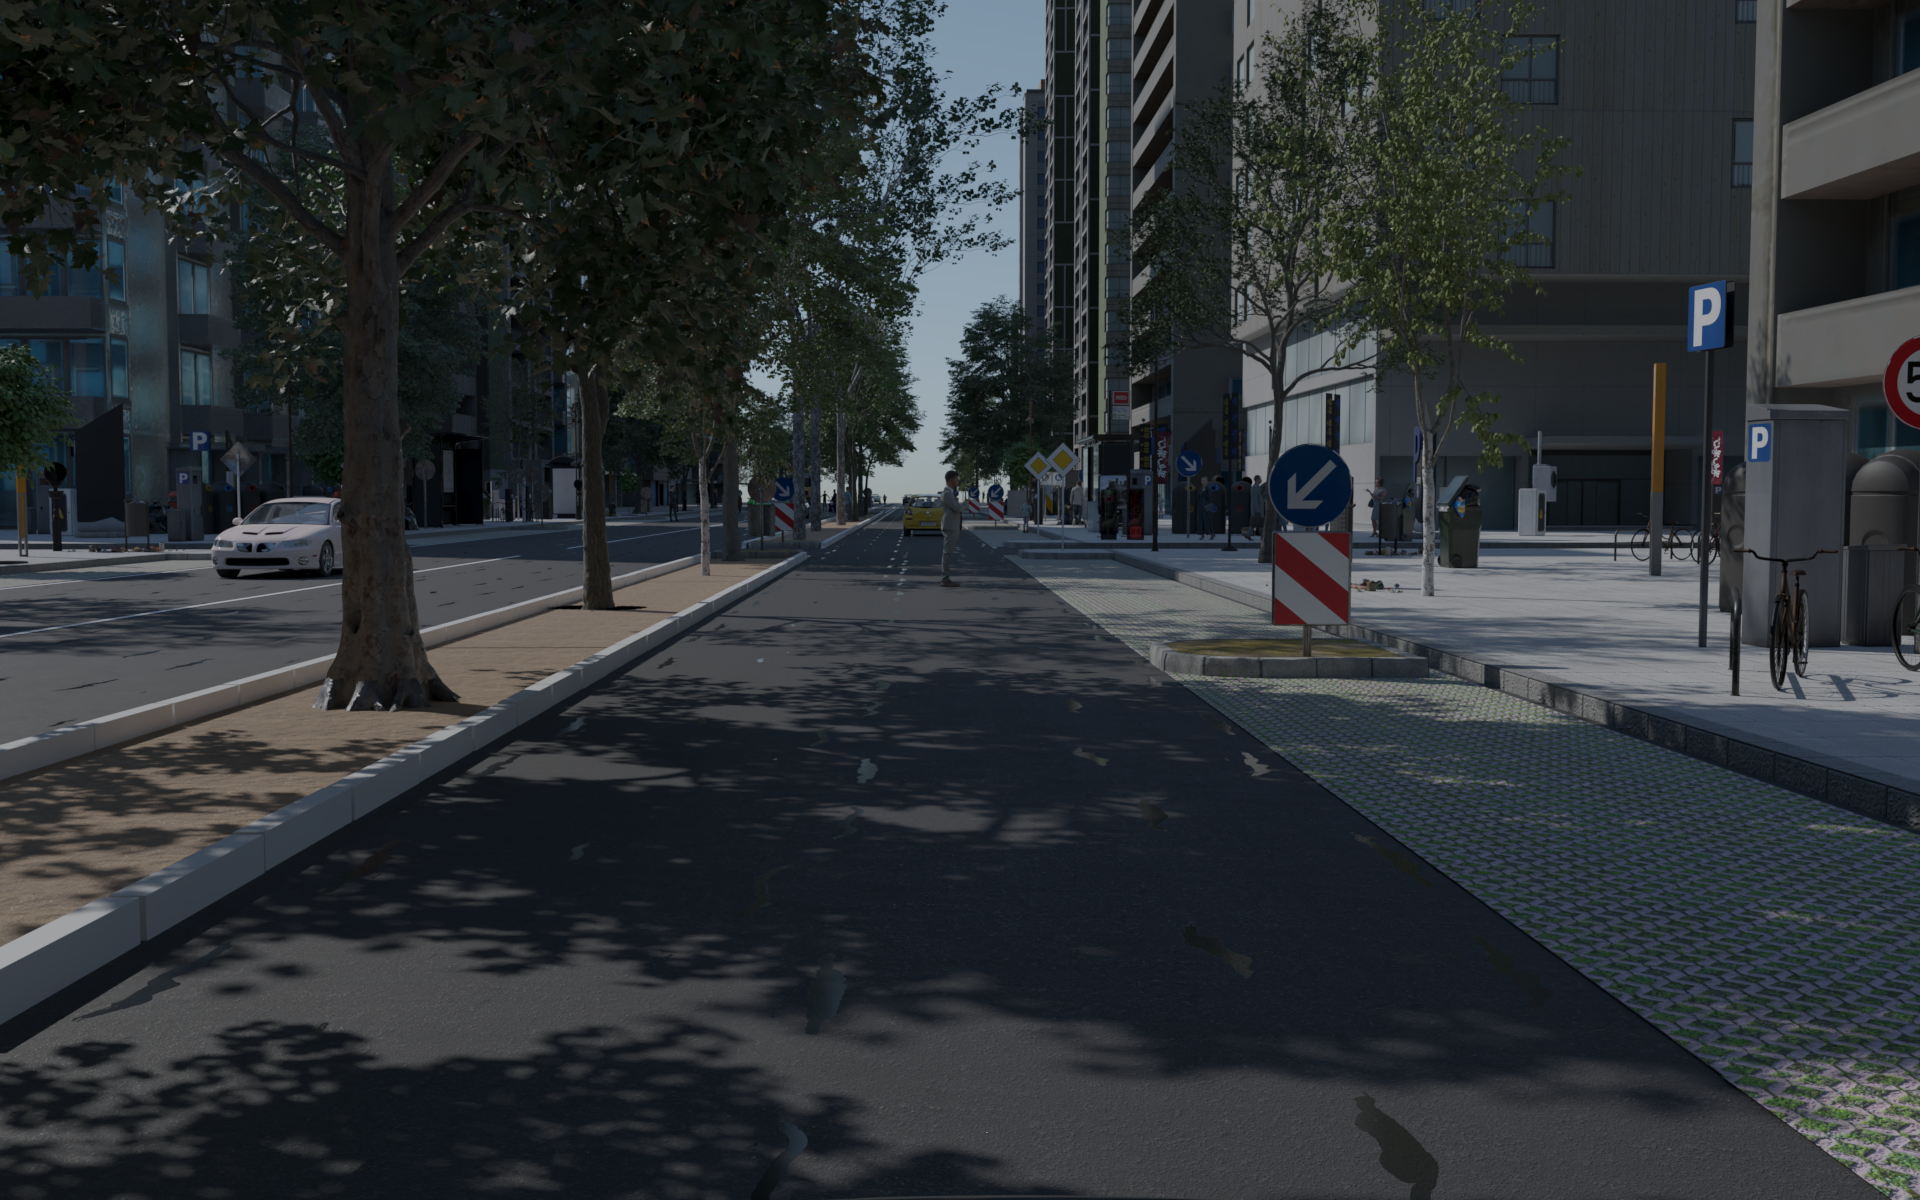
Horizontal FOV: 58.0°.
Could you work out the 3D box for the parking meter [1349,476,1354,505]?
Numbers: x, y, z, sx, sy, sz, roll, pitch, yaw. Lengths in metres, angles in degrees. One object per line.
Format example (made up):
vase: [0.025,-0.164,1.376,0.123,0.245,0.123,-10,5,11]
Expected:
parking meter: [11.156,-2.708,49.987,0.255,1.863,0.399,3,5,45]

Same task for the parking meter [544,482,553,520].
parking meter: [-20.686,-4.976,87.062,0.255,1.863,0.399,2,4,27]

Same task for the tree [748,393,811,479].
tree: [-22.565,-19.091,218.794,9.857,13.997,8.962,0,3,0]

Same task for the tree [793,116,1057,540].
tree: [-3.762,-11.868,52.384,12.611,20.169,13.585,0,3,0]

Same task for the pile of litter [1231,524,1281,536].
pile of litter: [9.152,-2.405,53.293,1.719,0.858,1.176,0,4,7]

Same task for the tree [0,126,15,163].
tree: [-3.633,-5.022,2.689,7.486,12.596,7.792,0,3,0]

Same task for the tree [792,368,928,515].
tree: [-6.376,-10.930,115.571,8.767,10.594,7.601,0,4,-1]

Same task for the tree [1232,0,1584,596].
tree: [5.719,-4.343,21.374,4.737,8.622,4.395,0,3,0]

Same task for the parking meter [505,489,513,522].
parking meter: [-20.990,-4.416,80.607,0.372,1.533,0.369,0,3,0]

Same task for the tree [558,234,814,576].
tree: [-4.424,-4.706,29.766,4.360,8.622,3.978,0,3,0]

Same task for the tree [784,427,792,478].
tree: [-23.159,-18.409,235.403,8.767,10.594,7.601,1,4,19]

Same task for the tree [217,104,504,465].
tree: [-19.659,-9.194,56.976,9.857,13.997,8.962,0,3,0]

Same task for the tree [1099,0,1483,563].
tree: [6.007,-5.955,31.779,7.601,10.594,8.767,1,4,21]

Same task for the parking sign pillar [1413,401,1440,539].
parking sign pillar: [13.324,-3.739,49.598,1.447,3.967,1.447,0,4,6]

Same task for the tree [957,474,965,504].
tree: [0.827,-15.260,233.211,4.285,4.588,4.351,0,3,0]

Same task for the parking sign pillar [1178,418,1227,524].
parking sign pillar: [8.356,-4.467,61.503,1.447,3.967,1.447,-3,4,-38]

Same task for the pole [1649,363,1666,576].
pole: [10.927,-2.036,27.131,0.158,3.312,0.155,0,3,0]

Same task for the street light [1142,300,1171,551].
street light: [4.368,-4.026,38.614,0.468,5.910,1.993,0,4,-1]

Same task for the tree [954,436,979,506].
tree: [1.029,-14.429,186.269,4.737,8.622,4.395,0,3,0]

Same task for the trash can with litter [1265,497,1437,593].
trash can with litter: [5.230,-0.758,23.447,1.678,1.210,2.233,-1,4,-11]

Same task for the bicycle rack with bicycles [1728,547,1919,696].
bicycle rack with bicycles: [6.276,0.113,11.538,2.852,0.926,2.925,2,4,25]

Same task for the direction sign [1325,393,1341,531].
direction sign: [8.423,-2.886,39.184,0.379,3.537,0.876,2,4,32]

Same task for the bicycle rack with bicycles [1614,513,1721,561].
bicycle rack with bicycles: [13.953,-1.189,32.816,2.925,0.926,2.852,-2,4,-32]

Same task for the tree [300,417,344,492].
tree: [-24.402,-5.175,68.317,4.285,4.588,4.351,0,3,0]

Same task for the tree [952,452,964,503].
tree: [1.058,-16.200,215.225,4.360,8.622,3.978,0,3,0]

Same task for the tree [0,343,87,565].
tree: [-17.873,-2.935,31.702,4.285,4.588,4.351,0,3,0]

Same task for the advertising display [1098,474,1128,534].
advertising display: [4.967,-3.123,56.270,0.974,1.923,0.123,-1,4,-9]

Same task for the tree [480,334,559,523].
tree: [-19.276,-7.706,76.361,4.360,8.622,3.978,0,3,0]

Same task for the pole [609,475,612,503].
pole: [-24.211,-7.720,120.061,0.158,3.312,0.155,0,3,0]

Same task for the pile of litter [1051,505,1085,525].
pile of litter: [4.600,-3.566,72.271,1.176,0.858,1.719,-3,4,-37]

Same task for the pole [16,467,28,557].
pole: [-19.200,-2.542,35.406,0.158,3.312,0.155,0,3,0]

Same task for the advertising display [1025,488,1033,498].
advertising display: [4.080,-5.719,98.717,0.974,1.923,0.123,-1,4,-17]

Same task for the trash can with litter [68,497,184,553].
trash can with litter: [-18.627,-1.679,38.503,2.233,1.210,1.678,0,4,2]

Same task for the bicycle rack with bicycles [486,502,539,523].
bicycle rack with bicycles: [-20.230,-3.988,78.585,2.852,0.926,2.925,-1,4,-10]

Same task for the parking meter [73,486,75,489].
parking meter: [-28.529,-2.920,56.154,0.372,1.533,0.369,0,3,0]

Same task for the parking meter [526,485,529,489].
parking meter: [-27.933,-6.467,111.452,0.399,1.863,0.255,3,5,42]

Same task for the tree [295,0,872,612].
tree: [-4.586,-5.686,21.184,9.928,11.665,9.643,0,3,0]

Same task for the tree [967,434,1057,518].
tree: [3.540,-6.669,92.759,4.285,4.588,4.351,0,3,0]

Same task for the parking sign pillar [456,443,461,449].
parking sign pillar: [-24.038,-5.821,83.652,1.447,3.967,1.447,-1,4,-10]

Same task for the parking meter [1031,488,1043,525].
parking meter: [3.278,-3.901,72.198,0.372,1.533,0.369,0,3,0]

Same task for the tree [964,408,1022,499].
tree: [3.400,-11.628,140.486,4.360,8.622,3.978,0,3,0]

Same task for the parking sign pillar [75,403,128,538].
parking sign pillar: [-25.290,-3.821,50.942,1.447,3.967,1.447,-2,4,-28]

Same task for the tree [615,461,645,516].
tree: [-19.587,-6.601,102.527,1.663,3.219,1.824,0,3,0]

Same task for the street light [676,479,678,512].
street light: [-20.127,-9.199,123.187,0.468,5.910,1.993,0,4,-1]

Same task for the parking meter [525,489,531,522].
parking meter: [-20.194,-4.424,80.744,0.372,1.533,0.369,0,3,0]

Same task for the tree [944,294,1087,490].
tree: [3.446,-12.423,109.774,9.857,13.997,8.962,0,3,0]

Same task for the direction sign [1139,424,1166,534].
direction sign: [6.224,-3.912,55.966,0.876,3.537,0.379,0,4,-4]

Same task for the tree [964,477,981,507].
tree: [1.295,-10.873,172.382,1.663,3.219,1.824,0,3,0]

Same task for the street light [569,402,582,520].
street light: [-19.244,-6.976,86.852,0.468,5.910,1.993,0,4,-1]

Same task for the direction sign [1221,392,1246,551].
direction sign: [6.073,-2.871,38.944,0.379,3.537,0.876,-1,4,-12]

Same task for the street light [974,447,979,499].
street light: [1.513,-11.408,159.314,0.468,5.910,1.993,0,4,-1]

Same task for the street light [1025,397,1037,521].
street light: [3.381,-6.727,82.782,0.468,5.910,1.993,0,4,-1]

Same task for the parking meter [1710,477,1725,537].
parking meter: [22.694,-2.820,51.811,0.399,1.863,0.255,2,4,26]

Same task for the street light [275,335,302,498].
street light: [-18.311,-4.560,47.346,0.468,5.910,1.993,0,4,-1]

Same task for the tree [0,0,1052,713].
tree: [-3.952,-5.618,11.312,9.611,12.733,9.660,0,3,0]
